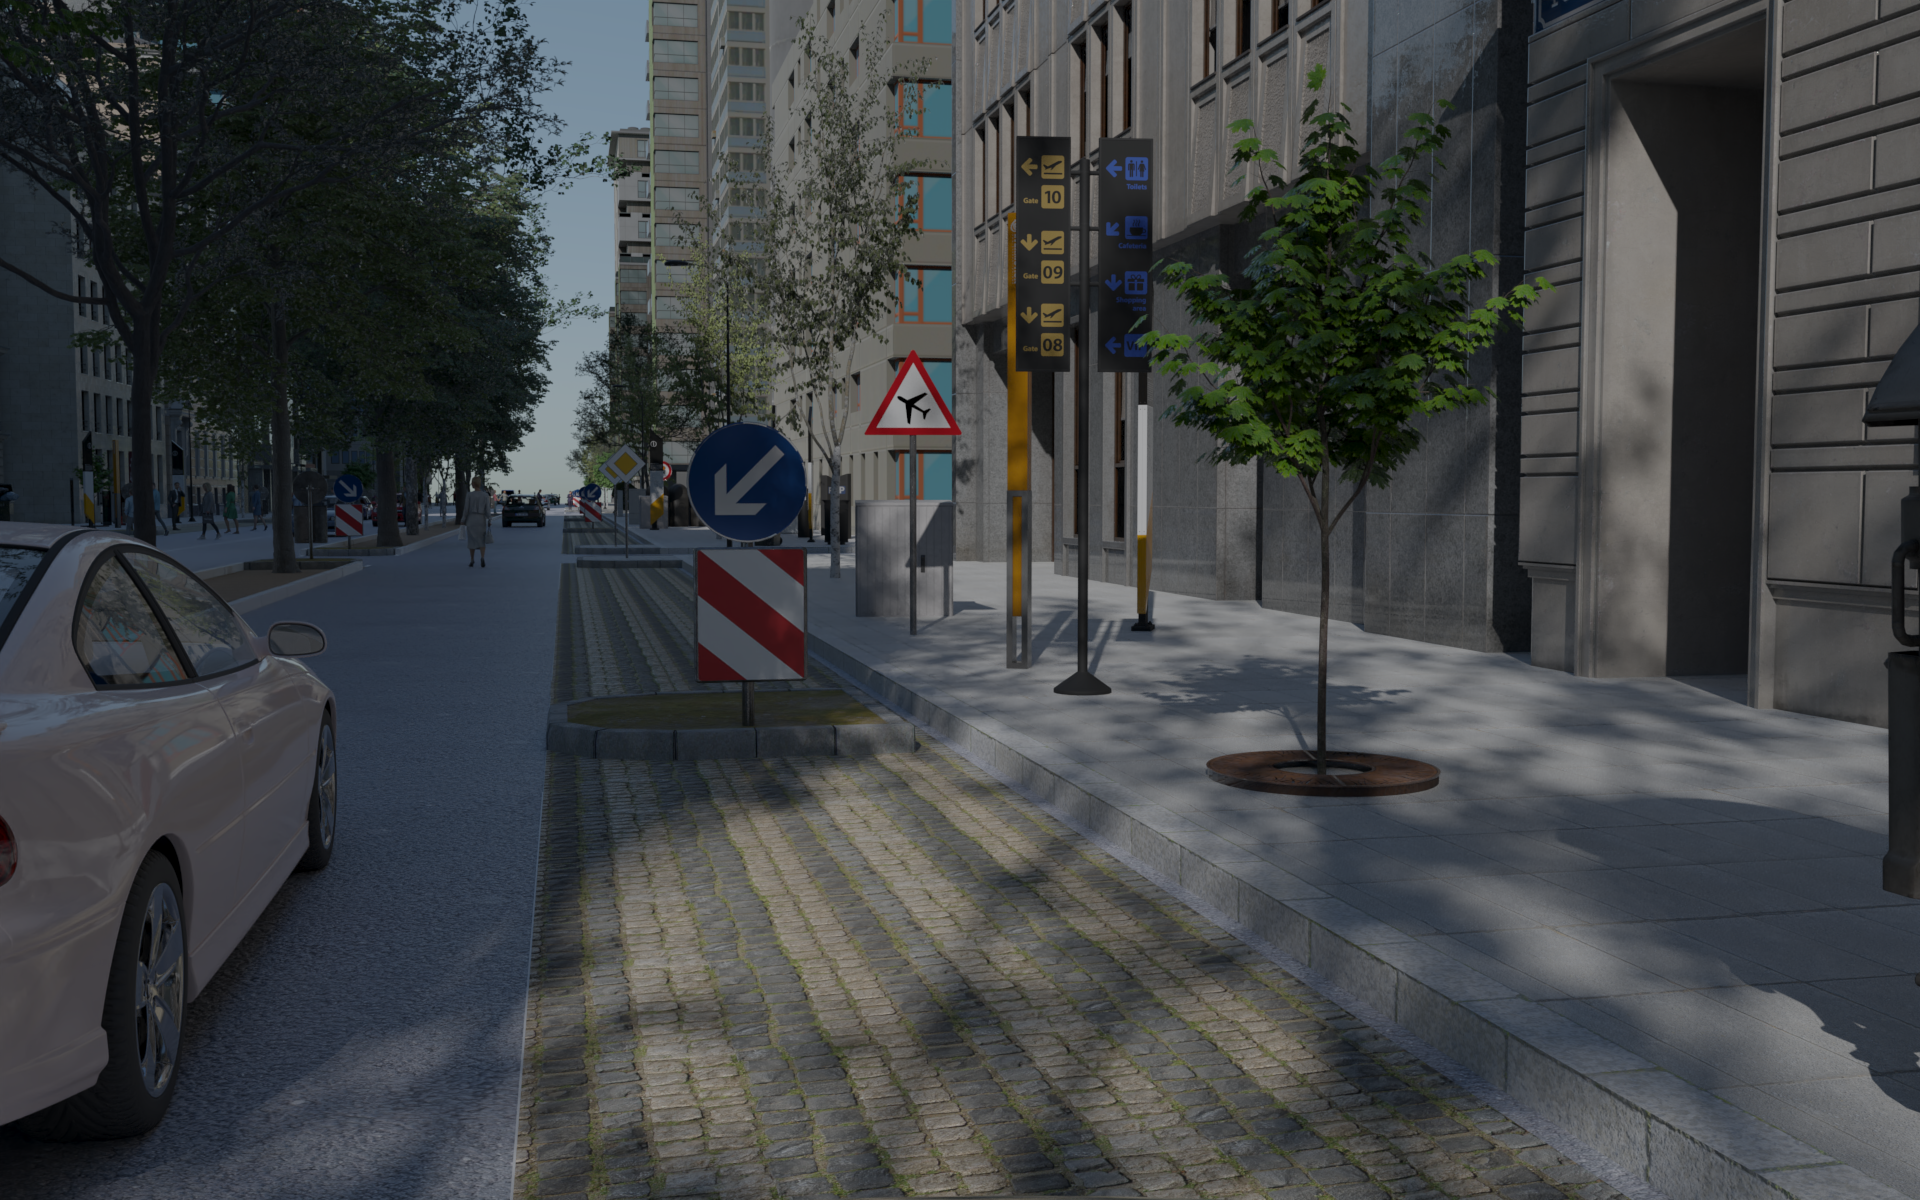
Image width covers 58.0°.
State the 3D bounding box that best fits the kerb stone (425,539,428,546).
[{"bbox_3d":[-14.645,-1.522,47.076,0.120,0.150,1.000,-1,4,-13],"label":"kerb stone"}]

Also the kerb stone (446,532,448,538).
[{"bbox_3d":[-16.462,-2.003,55.075,0.120,0.150,1.000,-1,4,-13],"label":"kerb stone"}]

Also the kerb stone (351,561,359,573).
[{"bbox_3d":[-11.099,-0.569,31.499,0.120,0.150,1.000,-1,4,-13],"label":"kerb stone"}]

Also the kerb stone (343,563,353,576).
[{"bbox_3d":[-10.866,-0.508,30.497,0.120,0.150,1.000,-1,4,-13],"label":"kerb stone"}]

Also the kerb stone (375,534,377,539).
[{"bbox_3d":[-18.509,-1.982,54.603,0.120,0.150,1.000,-1,4,-13],"label":"kerb stone"}]

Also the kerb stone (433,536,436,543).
[{"bbox_3d":[-15.331,-1.705,50.073,0.120,0.150,1.000,-1,4,-13],"label":"kerb stone"}]

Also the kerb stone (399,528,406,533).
[{"bbox_3d":[-20.787,-2.590,64.594,0.120,0.150,1.000,-1,4,-13],"label":"kerb stone"}]

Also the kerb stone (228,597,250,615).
[{"bbox_3d":[-8.591,0.103,20.505,0.120,0.150,1.000,-1,4,-13],"label":"kerb stone"}]

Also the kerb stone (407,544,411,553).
[{"bbox_3d":[-13.505,-1.216,42.082,0.120,0.150,1.000,-1,4,-13],"label":"kerb stone"}]

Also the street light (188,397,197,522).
[{"bbox_3d":[-35.014,-6.579,80.100,1.470,5.913,1.316,-1,4,-13],"label":"street light"}]

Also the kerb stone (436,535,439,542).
[{"bbox_3d":[-15.550,-1.766,51.071,0.120,0.150,1.000,-1,4,-13],"label":"kerb stone"}]

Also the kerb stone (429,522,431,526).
[{"bbox_3d":[-23.284,-3.262,75.584,0.120,0.150,1.000,-1,4,-13],"label":"kerb stone"}]

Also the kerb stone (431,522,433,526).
[{"bbox_3d":[-23.516,-3.327,76.584,0.120,0.150,1.000,-1,4,-13],"label":"kerb stone"}]

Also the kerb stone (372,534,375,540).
[{"bbox_3d":[-18.291,-1.921,53.602,0.120,0.150,1.000,-1,4,-13],"label":"kerb stone"}]

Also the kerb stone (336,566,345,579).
[{"bbox_3d":[-10.645,-0.442,29.490,0.120,0.150,1.000,-1,4,-13],"label":"kerb stone"}]

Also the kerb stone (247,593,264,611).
[{"bbox_3d":[-8.822,0.042,21.501,0.120,0.150,1.000,-1,4,-13],"label":"kerb stone"}]

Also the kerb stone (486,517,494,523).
[{"bbox_3d":[-24.423,-4.150,90.041,0.120,0.150,1.000,-1,4,-13],"label":"kerb stone"}]

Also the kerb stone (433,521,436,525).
[{"bbox_3d":[-23.973,-3.449,78.579,0.120,0.150,1.000,-1,4,-13],"label":"kerb stone"}]

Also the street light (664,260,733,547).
[{"bbox_3d":[-5.173,-3.797,34.629,1.470,5.913,1.316,-1,4,-13],"label":"street light"}]

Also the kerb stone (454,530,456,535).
[{"bbox_3d":[-17.367,-2.255,59.066,0.120,0.150,1.000,-1,4,-13],"label":"kerb stone"}]

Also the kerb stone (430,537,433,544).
[{"bbox_3d":[-15.097,-1.643,49.078,0.120,0.150,1.000,-1,4,-13],"label":"kerb stone"}]

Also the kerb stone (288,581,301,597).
[{"bbox_3d":[-9.500,-0.136,24.496,0.120,0.150,1.000,-1,4,-13],"label":"kerb stone"}]

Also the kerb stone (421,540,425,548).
[{"bbox_3d":[-14.417,-1.461,46.080,0.120,0.150,1.000,-1,4,-13],"label":"kerb stone"}]

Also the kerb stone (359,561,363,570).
[{"bbox_3d":[-11.329,-0.631,32.506,0.120,0.150,1.000,-1,4,-13],"label":"kerb stone"}]

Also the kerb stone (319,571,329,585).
[{"bbox_3d":[-10.185,-0.322,27.488,0.120,0.150,1.000,-1,4,-13],"label":"kerb stone"}]

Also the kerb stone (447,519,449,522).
[{"bbox_3d":[-25.791,-3.935,86.575,0.120,0.150,1.000,-1,4,-13],"label":"kerb stone"}]

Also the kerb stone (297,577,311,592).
[{"bbox_3d":[-9.730,-0.202,25.492,0.120,0.150,1.000,-1,4,-13],"label":"kerb stone"}]

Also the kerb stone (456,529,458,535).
[{"bbox_3d":[-17.598,-2.316,60.061,0.120,0.150,1.000,-1,4,-13],"label":"kerb stone"}]

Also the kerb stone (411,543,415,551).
[{"bbox_3d":[-13.726,-1.270,43.088,0.120,0.150,1.000,-1,4,-13],"label":"kerb stone"}]

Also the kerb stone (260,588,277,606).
[{"bbox_3d":[-9.049,-0.019,22.500,0.120,0.150,1.000,-1,4,-13],"label":"kerb stone"}]

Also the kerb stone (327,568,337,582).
[{"bbox_3d":[-10.412,-0.385,28.488,0.120,0.150,1.000,-1,4,-13],"label":"kerb stone"}]

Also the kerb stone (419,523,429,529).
[{"bbox_3d":[-23.067,-3.200,74.585,0.120,0.150,1.000,-1,4,-13],"label":"kerb stone"}]

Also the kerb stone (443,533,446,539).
[{"bbox_3d":[-16.238,-1.947,54.077,0.120,0.150,1.000,-1,4,-13],"label":"kerb stone"}]

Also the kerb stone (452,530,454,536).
[{"bbox_3d":[-17.145,-2.192,58.068,0.120,0.150,1.000,-1,4,-13],"label":"kerb stone"}]

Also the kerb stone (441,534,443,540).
[{"bbox_3d":[-16.012,-1.882,53.081,0.120,0.150,1.000,-1,4,-13],"label":"kerb stone"}]

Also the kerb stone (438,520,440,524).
[{"bbox_3d":[-24.425,-3.571,80.574,0.120,0.150,1.000,-1,4,-13],"label":"kerb stone"}]

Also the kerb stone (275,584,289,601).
[{"bbox_3d":[-9.276,-0.080,23.498,0.120,0.150,1.000,-1,4,-13],"label":"kerb stone"}]

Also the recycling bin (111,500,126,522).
[{"bbox_3d":[-38.169,-4.055,78.848,0.722,1.027,0.722,3,5,39],"label":"recycling bin"}]

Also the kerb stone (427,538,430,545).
[{"bbox_3d":[-14.874,-1.583,48.081,0.120,0.150,1.000,-1,4,-13],"label":"kerb stone"}]

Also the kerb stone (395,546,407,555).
[{"bbox_3d":[-13.283,-1.155,41.079,0.120,0.150,1.000,-1,4,-13],"label":"kerb stone"}]

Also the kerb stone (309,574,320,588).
[{"bbox_3d":[-9.955,-0.263,26.489,0.120,0.150,1.000,-1,4,-13],"label":"kerb stone"}]

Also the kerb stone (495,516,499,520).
[{"bbox_3d":[-25.790,-4.516,96.036,0.120,0.150,1.000,-1,4,-13],"label":"kerb stone"}]

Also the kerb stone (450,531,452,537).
[{"bbox_3d":[-16.915,-2.133,57.072,0.120,0.150,1.000,-1,4,-13],"label":"kerb stone"}]

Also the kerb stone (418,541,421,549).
[{"bbox_3d":[-14.188,-1.400,45.081,0.120,0.150,1.000,-1,4,-13],"label":"kerb stone"}]

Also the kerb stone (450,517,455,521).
[{"bbox_3d":[-26.923,-4.243,91.567,0.120,0.150,1.000,-1,4,-13],"label":"kerb stone"}]

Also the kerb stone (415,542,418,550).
[{"bbox_3d":[-13.960,-1.336,44.082,0.120,0.150,1.000,-1,4,-13],"label":"kerb stone"}]

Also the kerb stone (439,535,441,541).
[{"bbox_3d":[-15.786,-1.828,52.084,0.120,0.150,1.000,-1,4,-13],"label":"kerb stone"}]

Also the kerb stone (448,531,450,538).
[{"bbox_3d":[-16.689,-2.068,56.075,0.120,0.150,1.000,-1,4,-13],"label":"kerb stone"}]

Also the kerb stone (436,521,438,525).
[{"bbox_3d":[-24.189,-3.505,79.579,0.120,0.150,1.000,-1,4,-13],"label":"kerb stone"}]
